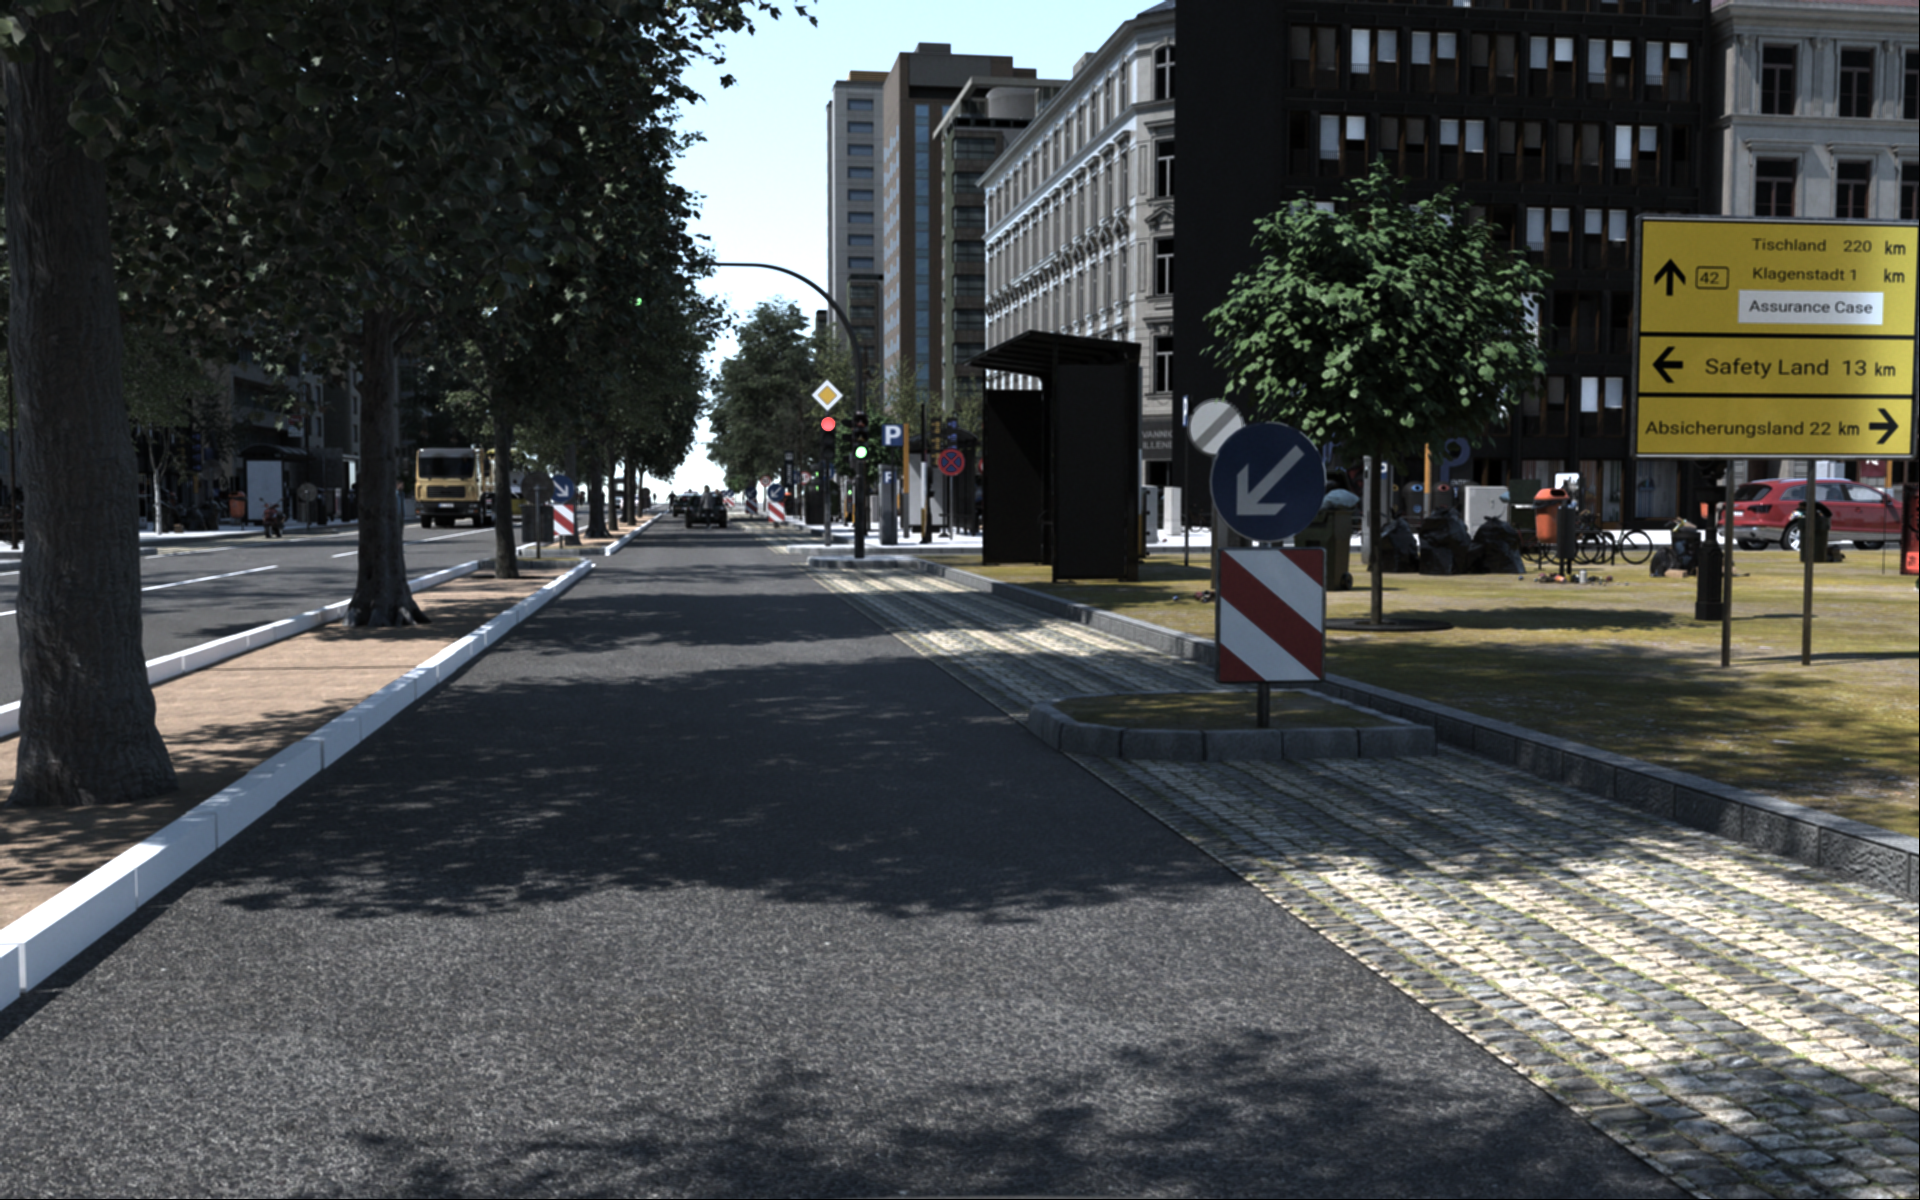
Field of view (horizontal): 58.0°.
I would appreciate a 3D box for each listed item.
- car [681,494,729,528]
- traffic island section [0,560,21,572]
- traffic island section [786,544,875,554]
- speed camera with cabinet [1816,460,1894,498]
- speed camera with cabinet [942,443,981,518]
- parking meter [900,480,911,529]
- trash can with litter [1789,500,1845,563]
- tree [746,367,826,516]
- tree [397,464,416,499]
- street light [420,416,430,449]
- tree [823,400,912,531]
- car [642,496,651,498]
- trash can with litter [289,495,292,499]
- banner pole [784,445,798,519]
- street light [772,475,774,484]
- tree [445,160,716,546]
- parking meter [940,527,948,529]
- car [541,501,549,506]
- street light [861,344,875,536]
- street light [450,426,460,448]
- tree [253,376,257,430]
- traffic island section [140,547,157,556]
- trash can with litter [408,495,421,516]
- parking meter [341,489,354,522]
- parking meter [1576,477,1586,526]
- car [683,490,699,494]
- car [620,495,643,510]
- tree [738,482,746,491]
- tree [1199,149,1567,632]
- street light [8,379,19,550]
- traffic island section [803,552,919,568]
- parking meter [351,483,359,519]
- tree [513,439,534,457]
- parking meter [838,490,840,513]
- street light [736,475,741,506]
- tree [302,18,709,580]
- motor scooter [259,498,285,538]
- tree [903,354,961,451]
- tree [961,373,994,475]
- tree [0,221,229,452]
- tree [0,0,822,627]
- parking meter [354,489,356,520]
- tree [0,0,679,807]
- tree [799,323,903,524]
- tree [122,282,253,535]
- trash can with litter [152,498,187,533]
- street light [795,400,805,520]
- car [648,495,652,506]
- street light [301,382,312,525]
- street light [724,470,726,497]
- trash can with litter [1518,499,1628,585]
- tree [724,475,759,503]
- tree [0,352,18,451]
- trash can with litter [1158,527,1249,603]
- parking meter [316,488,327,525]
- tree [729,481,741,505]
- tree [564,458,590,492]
[{"bbox_3d":[-10.885,-3.931,74.063,2.009,1.686,4.222,-1,4,-10],"label":"car"},{"bbox_3d":[-18.642,-0.600,32.092,2.009,0.180,2.903,-1,4,-9],"label":"traffic island section"},{"bbox_3d":[-3.223,-1.240,42.551,2.009,0.180,2.903,-1,4,-9],"label":"traffic island section"},{"bbox_3d":[24.612,-3.269,47.779,0.660,3.252,2.038,-2,4,-34],"label":"speed camera with cabinet"},{"bbox_3d":[-0.164,-4.507,68.029,2.038,3.252,0.660,-2,4,-27],"label":"speed camera with cabinet"},{"bbox_3d":[-2.021,-3.579,64.231,0.399,1.863,0.255,3,5,39],"label":"parking meter"},{"bbox_3d":[16.168,-1.298,32.615,1.055,1.170,0.624,-2,4,-34],"label":"trash can with litter"},{"bbox_3d":[-9.280,-9.155,100.041,4.360,8.622,3.978,0,3,0],"label":"tree"},{"bbox_3d":[-31.024,-6.293,97.496,1.663,3.219,1.824,0,3,0],"label":"tree"},{"bbox_3d":[-31.703,-7.948,102.741,0.468,5.910,1.993,-1,4,-9],"label":"street light"},{"bbox_3d":[-3.094,-4.690,60.397,4.285,4.588,4.351,0,3,0],"label":"tree"},{"bbox_3d":[-36.828,-11.695,200.259,2.155,1.783,4.494,0,4,-8],"label":"car"},{"bbox_3d":[-40.984,-5.864,106.925,1.678,1.210,2.233,1,4,16],"label":"trash can with litter"},{"bbox_3d":[-8.513,-5.989,87.943,0.863,3.779,0.401,-1,4,-13],"label":"banner pole"},{"bbox_3d":[-12.563,-8.776,116.281,0.468,5.910,1.993,-1,4,-9],"label":"street light"},{"bbox_3d":[-10.608,-7.751,47.307,7.486,12.596,7.792,0,3,0],"label":"tree"},{"bbox_3d":[-0.614,-3.596,64.498,0.399,1.863,0.255,-3,5,-41],"label":"parking meter"},{"bbox_3d":[-29.711,-6.841,120.895,2.155,1.783,4.494,-1,4,-8],"label":"car"},{"bbox_3d":[-2.922,-4.928,53.360,0.468,5.910,1.993,-1,4,-9],"label":"street light"},{"bbox_3d":[-33.748,-8.743,115.743,0.468,5.910,1.993,-1,4,-9],"label":"street light"},{"bbox_3d":[-36.890,-8.288,85.870,4.360,8.622,3.978,0,3,0],"label":"tree"},{"bbox_3d":[-19.866,-1.083,39.983,2.009,0.180,2.903,-1,4,-9],"label":"traffic island section"},{"bbox_3d":[-32.179,-5.467,100.446,2.233,1.210,1.678,-2,4,-33],"label":"trash can with litter"},{"bbox_3d":[-28.123,-4.333,79.257,0.372,1.533,0.369,0,3,0],"label":"parking meter"},{"bbox_3d":[21.171,-3.277,59.291,0.399,1.863,0.255,0,4,5],"label":"parking meter"},{"bbox_3d":[-28.291,-10.607,182.104,2.281,1.827,5.304,-1,4,-9],"label":"car"},{"bbox_3d":[-29.211,-8.681,154.290,2.083,1.381,4.827,0,4,-7],"label":"car"},{"bbox_3d":[-21.581,-14.105,180.975,4.360,8.622,3.978,0,3,0],"label":"tree"},{"bbox_3d":[4.032,-2.021,16.765,4.285,4.588,4.351,0,3,0],"label":"tree"},{"bbox_3d":[-21.870,-4.106,39.918,0.468,5.910,1.993,-1,4,-9],"label":"street light"},{"bbox_3d":[-1.998,-0.757,34.660,2.009,0.180,2.903,-1,4,-9],"label":"traffic island section"},{"bbox_3d":[-31.481,-5.168,90.211,0.399,1.863,0.255,3,5,39],"label":"parking meter"},{"bbox_3d":[-39.737,-12.343,152.167,4.737,8.622,4.395,0,3,0],"label":"tree"},{"bbox_3d":[-7.451,-5.917,105.158,0.372,1.533,0.369,0,3,0],"label":"parking meter"},{"bbox_3d":[-27.116,-14.517,210.138,0.468,5.910,1.993,-1,4,-9],"label":"street light"},{"bbox_3d":[-7.759,-6.159,28.909,9.928,11.665,9.643,0,3,0],"label":"tree"},{"bbox_3d":[-22.674,-2.719,57.228,0.815,1.314,1.986,-1,4,-9],"label":"motor scooter"},{"bbox_3d":[-2.596,-8.558,90.279,4.737,8.622,4.395,0,3,0],"label":"tree"},{"bbox_3d":[0.554,-9.422,104.414,4.737,8.622,4.395,0,3,0],"label":"tree"},{"bbox_3d":[-23.719,-7.868,46.774,7.486,12.596,7.792,0,3,0],"label":"tree"},{"bbox_3d":[-6.318,-6.058,18.507,9.611,12.733,9.660,0,3,0],"label":"tree"},{"bbox_3d":[-30.241,-4.748,86.048,0.372,1.533,0.369,0,3,0],"label":"parking meter"},{"bbox_3d":[-4.060,-6.028,7.668,9.857,13.997,8.962,0,3,0],"label":"tree"},{"bbox_3d":[-4.960,-7.567,74.079,4.737,8.622,4.395,0,3,0],"label":"tree"},{"bbox_3d":[-25.239,-6.341,54.037,4.360,8.622,3.978,0,3,0],"label":"tree"},{"bbox_3d":[-26.004,-2.788,56.964,1.055,1.170,0.624,-1,4,-20],"label":"trash can with litter"},{"bbox_3d":[-7.811,-6.854,84.843,0.468,5.910,1.993,-1,4,-9],"label":"street light"},{"bbox_3d":[-38.713,-12.256,212.386,2.014,1.417,4.499,-1,4,-10],"label":"car"},{"bbox_3d":[-26.850,-6.026,71.320,0.468,5.910,1.993,-1,4,-9],"label":"street light"},{"bbox_3d":[-37.179,-18.448,274.414,0.468,5.910,1.993,-1,4,-9],"label":"street light"},{"bbox_3d":[9.121,-0.884,25.512,1.678,1.210,2.233,2,4,31],"label":"trash can with litter"},{"bbox_3d":[-24.799,-13.336,201.762,4.285,4.588,4.351,0,3,0],"label":"tree"},{"bbox_3d":[-35.545,-6.837,62.153,4.737,8.622,4.395,0,3,0],"label":"tree"},{"bbox_3d":[3.385,-0.602,20.896,1.678,1.210,2.233,0,4,-2],"label":"trash can with litter"},{"bbox_3d":[-26.252,-3.842,71.222,0.372,1.533,0.369,0,3,0],"label":"parking meter"},{"bbox_3d":[-26.435,-12.928,205.974,1.663,3.219,1.824,0,3,0],"label":"tree"},{"bbox_3d":[-52.921,-17.657,239.053,4.737,8.622,4.395,0,3,0],"label":"tree"}]
